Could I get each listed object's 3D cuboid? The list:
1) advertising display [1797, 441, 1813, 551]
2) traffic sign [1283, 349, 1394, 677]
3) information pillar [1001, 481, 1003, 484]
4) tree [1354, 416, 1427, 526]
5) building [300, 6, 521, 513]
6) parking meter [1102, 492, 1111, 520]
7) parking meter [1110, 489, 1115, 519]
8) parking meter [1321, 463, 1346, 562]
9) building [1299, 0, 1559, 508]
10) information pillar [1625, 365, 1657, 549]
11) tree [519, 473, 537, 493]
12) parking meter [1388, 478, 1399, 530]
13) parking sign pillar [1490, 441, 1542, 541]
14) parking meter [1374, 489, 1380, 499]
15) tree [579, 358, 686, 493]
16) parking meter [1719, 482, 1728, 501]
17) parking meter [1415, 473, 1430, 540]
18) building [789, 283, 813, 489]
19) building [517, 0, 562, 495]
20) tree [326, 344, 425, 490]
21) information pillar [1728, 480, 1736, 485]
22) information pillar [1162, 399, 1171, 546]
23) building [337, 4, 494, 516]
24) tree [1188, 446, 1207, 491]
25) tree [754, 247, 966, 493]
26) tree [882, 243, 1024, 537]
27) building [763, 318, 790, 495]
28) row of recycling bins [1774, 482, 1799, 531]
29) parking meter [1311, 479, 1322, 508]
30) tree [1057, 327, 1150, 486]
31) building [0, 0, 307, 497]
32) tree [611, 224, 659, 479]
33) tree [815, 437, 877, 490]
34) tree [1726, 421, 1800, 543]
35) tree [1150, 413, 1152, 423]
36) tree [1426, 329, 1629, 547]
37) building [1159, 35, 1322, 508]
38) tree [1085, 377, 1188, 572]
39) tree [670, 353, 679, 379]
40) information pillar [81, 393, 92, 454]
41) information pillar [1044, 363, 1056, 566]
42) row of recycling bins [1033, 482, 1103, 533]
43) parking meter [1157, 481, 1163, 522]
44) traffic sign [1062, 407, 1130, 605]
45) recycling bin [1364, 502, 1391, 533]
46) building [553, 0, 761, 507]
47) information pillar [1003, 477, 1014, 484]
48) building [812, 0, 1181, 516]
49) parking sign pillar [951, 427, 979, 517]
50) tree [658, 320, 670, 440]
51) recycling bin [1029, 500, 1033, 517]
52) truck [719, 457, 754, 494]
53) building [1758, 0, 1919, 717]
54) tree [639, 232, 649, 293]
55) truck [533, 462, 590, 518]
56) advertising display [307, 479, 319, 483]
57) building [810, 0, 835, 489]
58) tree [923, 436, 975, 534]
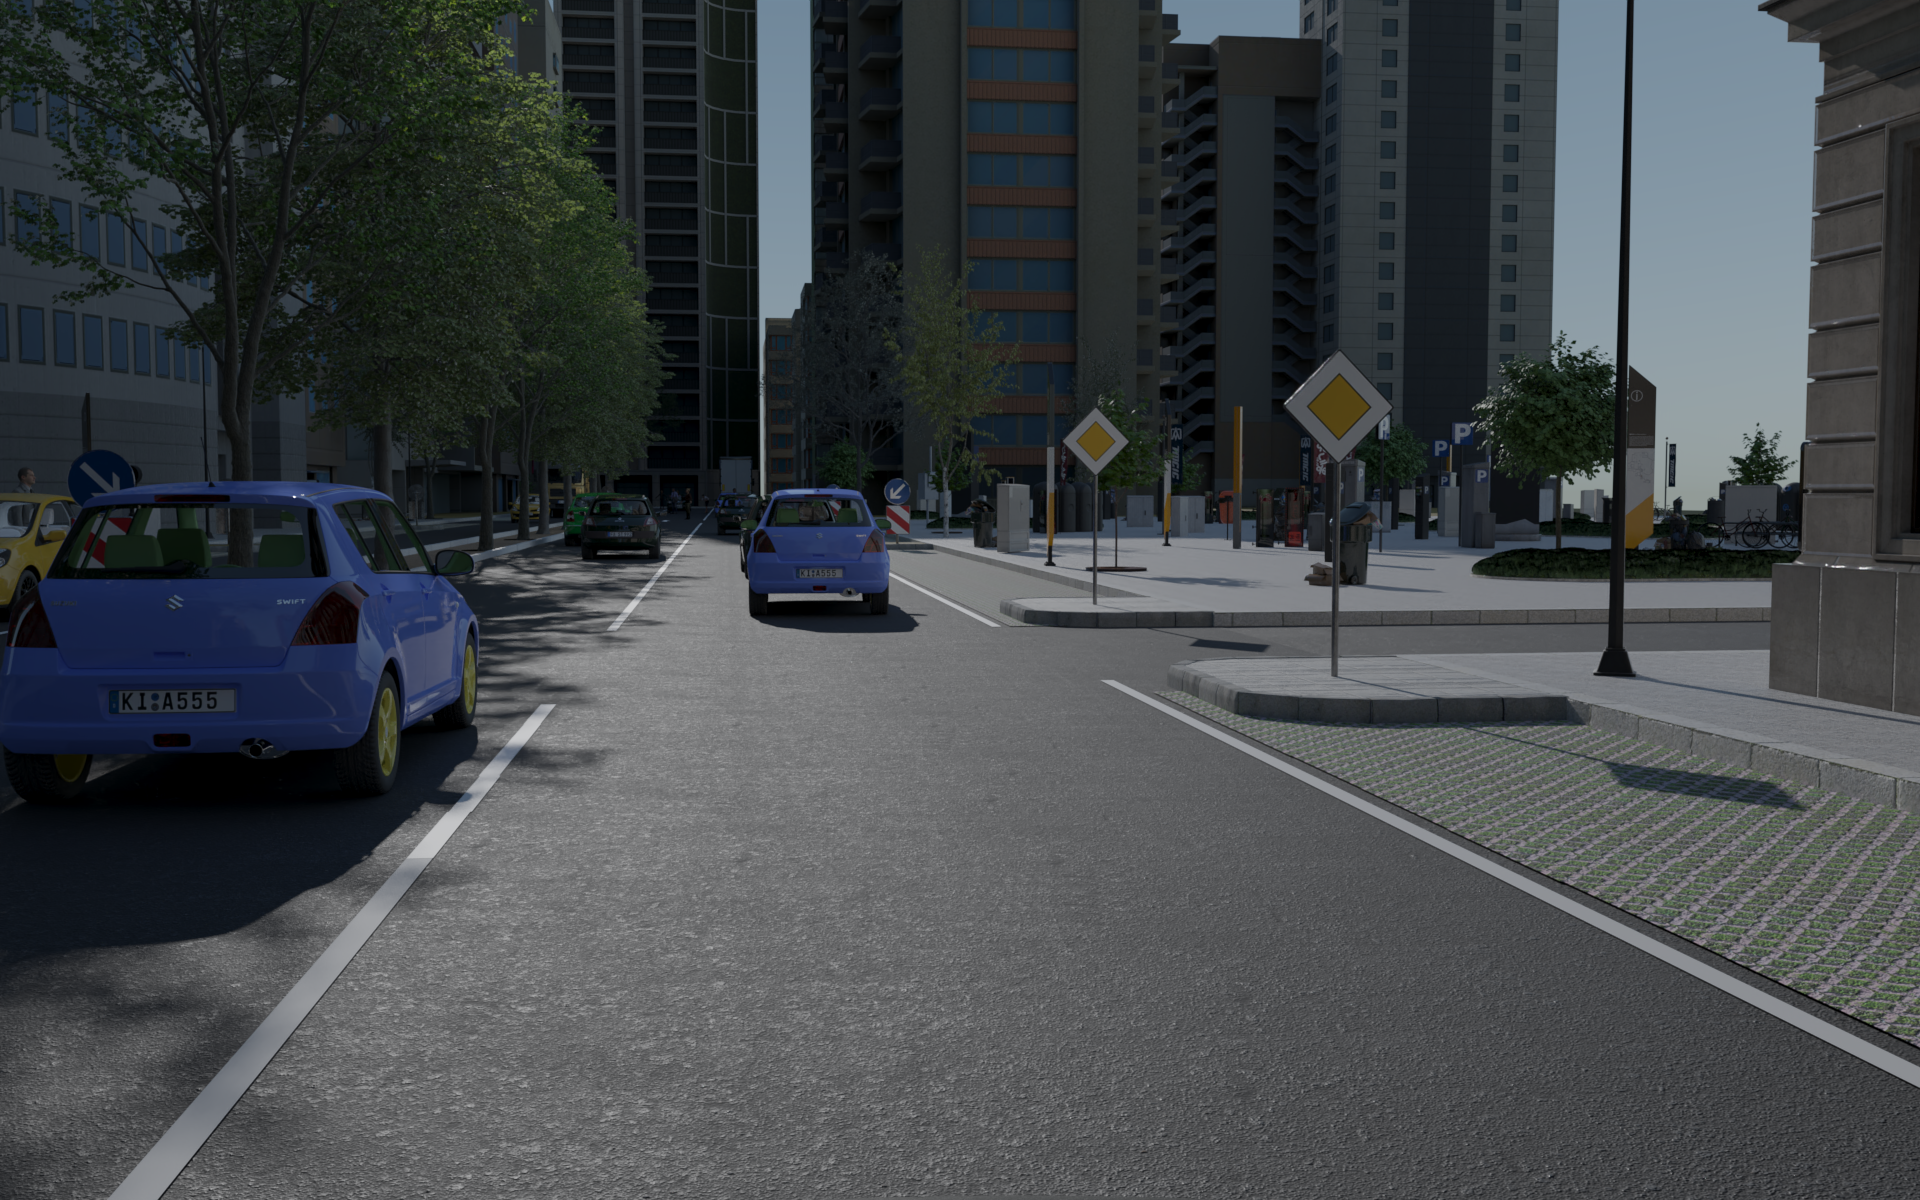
[{"bbox_3d":[10.698,-0.997,21.514,0.974,1.923,0.123,-3,5,-39],"label":"advertising display"},{"bbox_3d":[2.632,-0.519,12.124,0.795,2.450,0.064,0,4,-8],"label":"traffic sign"},{"bbox_3d":[2.467,-5.512,94.619,0.304,2.012,0.304,-3,5,-42],"label":"information pillar"},{"bbox_3d":[17.454,-5.331,70.883,4.285,4.588,4.351,0,3,0],"label":"tree"},{"bbox_3d":[-39.611,-29.040,124.914,14.600,45.320,14.200,0,4,-8],"label":"building"},{"bbox_3d":[7.347,-4.961,86.817,0.399,1.863,0.255,-2,4,-27],"label":"parking meter"},{"bbox_3d":[7.908,-4.971,89.693,0.372,1.533,0.369,0,3,0],"label":"parking meter"},{"bbox_3d":[7.073,-1.648,32.660,0.255,1.863,0.399,3,4,38],"label":"parking meter"},{"bbox_3d":[43.020,-44.562,166.843,20.611,71.187,20.563,0,4,-8],"label":"building"},{"bbox_3d":[12.342,-2.452,31.446,0.504,3.616,0.183,1,4,12],"label":"information pillar"},{"bbox_3d":[-34.488,-8.756,137.767,1.663,3.219,1.824,0,3,0],"label":"tree"},{"bbox_3d":[15.601,-3.464,62.350,0.255,1.863,0.399,-1,4,-11],"label":"parking meter"},{"bbox_3d":[15.237,-3.612,47.536,1.447,3.967,1.447,1,4,16],"label":"parking sign pillar"},{"bbox_3d":[21.000,-4.813,87.101,0.372,1.533,0.369,0,3,0],"label":"parking meter"},{"bbox_3d":[-17.660,-9.060,85.004,8.767,10.594,7.601,0,4,-8],"label":"tree"},{"bbox_3d":[38.062,-4.932,86.351,0.399,1.863,0.255,2,4,33],"label":"parking meter"},{"bbox_3d":[13.063,-2.646,48.968,0.399,1.863,0.255,-3,5,-43],"label":"parking meter"},{"bbox_3d":[-0.910,-19.139,157.964,27.650,21.520,28.899,0,4,-8],"label":"building"},{"bbox_3d":[-47.054,-32.477,154.698,21.600,48.544,21.300,0,4,-8],"label":"building"},{"bbox_3d":[-25.247,-7.629,75.094,4.360,8.622,3.978,0,3,0],"label":"tree"},{"bbox_3d":[40.505,-5.287,90.937,0.304,2.012,0.304,0,4,-8],"label":"information pillar"},{"bbox_3d":[5.093,-3.128,42.492,0.183,3.616,0.504,0,4,-2],"label":"information pillar"},{"bbox_3d":[-43.570,-31.411,102.816,28.713,52.752,27.495,0,4,-8],"label":"building"},{"bbox_3d":[7.542,-3.958,59.317,1.663,3.219,1.824,0,3,0],"label":"tree"},{"bbox_3d":[-4.889,-10.697,85.263,12.009,13.543,11.850,0,3,0],"label":"tree"},{"bbox_3d":[-0.356,-6.141,50.765,4.737,8.622,4.395,0,3,0],"label":"tree"},{"bbox_3d":[-7.084,-21.272,192.837,28.899,21.520,27.650,0,4,-8],"label":"building"},{"bbox_3d":[29.027,-3.214,59.669,1.069,1.692,3.534,-1,4,-19],"label":"row of recycling bins"},{"bbox_3d":[11.530,-3.066,55.834,0.255,1.863,0.399,-3,5,-44],"label":"parking meter"},{"bbox_3d":[6.251,-7.737,76.870,4.360,8.622,3.978,0,3,0],"label":"tree"},{"bbox_3d":[-34.215,-31.144,51.206,21.231,58.520,28.212,0,4,-8],"label":"building"},{"bbox_3d":[-14.962,-8.625,61.610,7.486,12.596,7.792,0,3,0],"label":"tree"},{"bbox_3d":[-6.298,-6.908,96.664,4.285,4.588,4.351,0,3,0],"label":"tree"},{"bbox_3d":[21.281,-3.160,46.263,1.663,3.219,1.824,0,3,0],"label":"tree"},{"bbox_3d":[8.098,-8.828,94.692,4.360,8.622,3.978,0,3,0],"label":"tree"},{"bbox_3d":[11.982,-3.115,34.649,4.285,4.588,4.351,0,3,0],"label":"tree"},{"bbox_3d":[25.445,-31.658,167.721,14.200,45.320,14.600,0,4,-8],"label":"building"},{"bbox_3d":[2.577,-2.092,28.805,1.663,3.219,1.824,0,3,0],"label":"tree"},{"bbox_3d":[-16.377,-9.548,76.700,7.486,12.596,7.792,0,3,0],"label":"tree"},{"bbox_3d":[-20.242,-2.987,40.198,0.183,3.616,0.504,-3,5,-40],"label":"information pillar"},{"bbox_3d":[1.609,-2.411,30.778,0.183,3.616,0.504,0,4,-2],"label":"information pillar"},{"bbox_3d":[3.713,-3.148,58.587,1.069,1.692,3.534,3,4,38],"label":"row of recycling bins"},{"bbox_3d":[9.344,-4.563,80.315,0.255,1.863,0.399,2,4,29],"label":"parking meter"},{"bbox_3d":[1.562,-1.003,20.037,0.795,2.450,0.064,0,4,-8],"label":"traffic sign"},{"bbox_3d":[13.991,-2.783,58.053,0.722,1.027,0.722,0,4,-5],"label":"recycling bin"},{"bbox_3d":[-31.761,-45.629,184.286,20.611,71.187,20.563,0,4,-8],"label":"building"},{"bbox_3d":[2.162,-4.317,75.078,0.304,2.012,0.304,-1,4,-12],"label":"information pillar"},{"bbox_3d":[1.746,-28.065,113.491,22.147,44.769,28.867,0,4,-8],"label":"building"},{"bbox_3d":[0.202,-4.996,70.155,1.447,3.967,1.447,-3,4,-38],"label":"parking sign pillar"},{"bbox_3d":[-15.807,-9.086,69.136,7.486,12.596,7.792,0,3,0],"label":"tree"},{"bbox_3d":[2.986,-3.867,75.784,0.722,1.027,0.722,2,4,35],"label":"recycling bin"},{"bbox_3d":[-17.539,-8.990,135.901,2.839,4.237,11.283,0,4,-7],"label":"truck"},{"bbox_3d":[11.211,-8.432,2.494,10.561,19.102,19.286,0,4,-8],"label":"building"},{"bbox_3d":[-11.690,-7.004,42.735,9.928,11.665,9.643,0,3,0],"label":"tree"},{"bbox_3d":[-24.090,-6.780,106.770,3.469,3.379,9.791,0,4,-7],"label":"truck"},{"bbox_3d":[-28.224,-4.292,75.394,0.974,1.923,0.123,2,4,34],"label":"advertising display"},{"bbox_3d":[-4.643,-27.607,134.970,14.154,41.232,14.086,0,4,-8],"label":"building"},{"bbox_3d":[-0.529,-3.777,56.363,1.663,3.219,1.824,0,3,0],"label":"tree"}]
